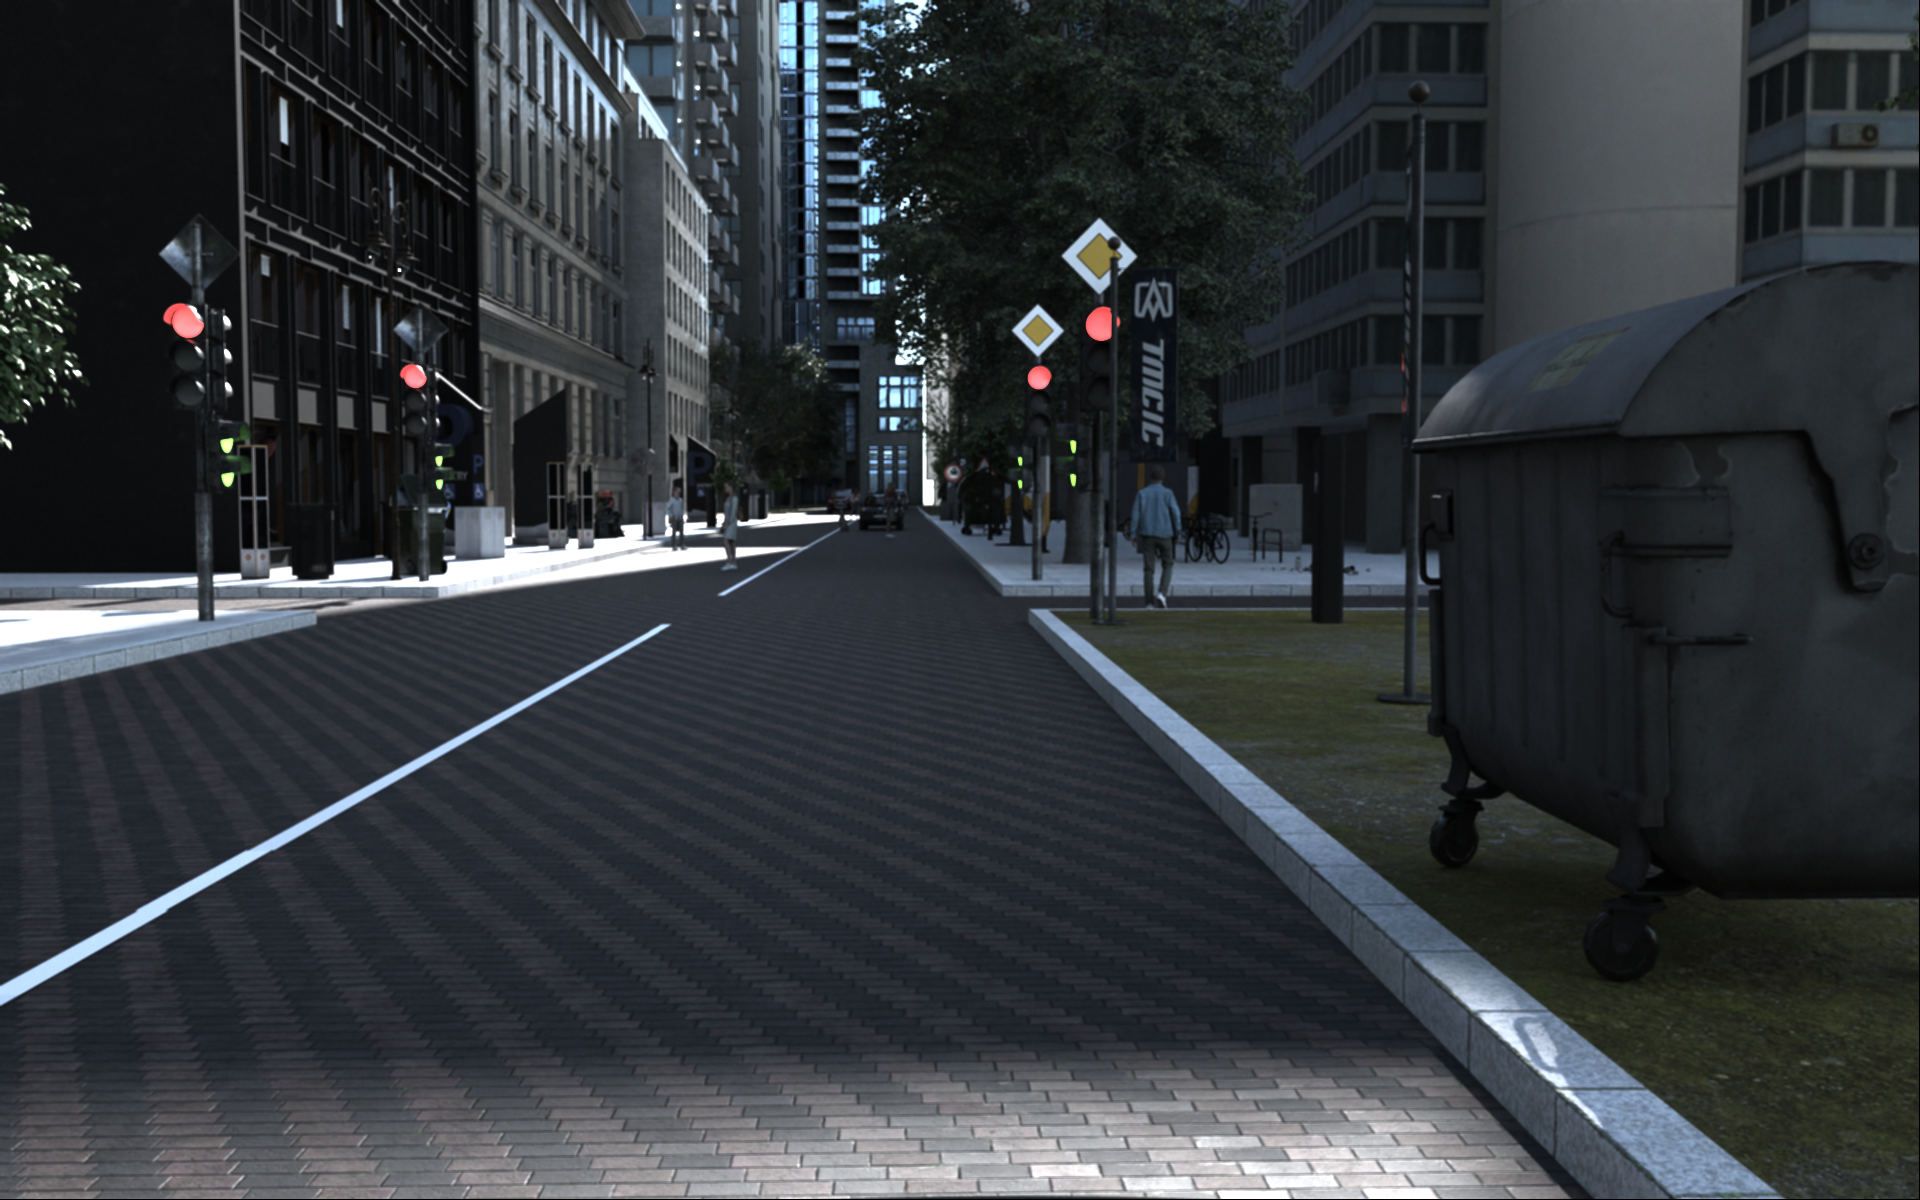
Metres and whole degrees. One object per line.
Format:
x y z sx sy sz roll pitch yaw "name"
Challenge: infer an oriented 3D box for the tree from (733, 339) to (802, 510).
-13.479 -14.214 139.056 9.857 13.997 8.962 0 3 0 "tree"

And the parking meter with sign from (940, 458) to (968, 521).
-0.333 -5.356 83.836 0.543 3.016 1.738 2 4 34 "parking meter with sign"

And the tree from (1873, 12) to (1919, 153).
10.107 -3.903 14.183 4.737 8.622 4.395 0 3 0 "tree"

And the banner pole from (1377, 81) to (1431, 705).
2.816 -1.273 10.838 0.401 3.779 0.863 0 4 8 "banner pole"

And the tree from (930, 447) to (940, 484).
-0.206 -7.415 104.948 4.285 4.588 4.351 0 3 0 "tree"

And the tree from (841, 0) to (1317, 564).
2.251 -7.635 31.482 9.857 13.997 8.962 0 3 0 "tree"

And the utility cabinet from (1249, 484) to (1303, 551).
7.106 -1.856 39.028 1.173 1.500 0.318 3 4 37 "utility cabinet"

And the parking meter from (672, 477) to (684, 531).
-9.714 -3.299 59.642 0.399 1.863 0.255 -1 4 -9 "parking meter"

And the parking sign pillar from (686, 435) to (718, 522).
-11.794 -5.537 79.010 1.447 3.967 1.447 0 4 1 "parking sign pillar"

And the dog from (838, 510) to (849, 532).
-4.531 -3.040 66.539 0.513 0.831 0.800 1 4 11 "dog"

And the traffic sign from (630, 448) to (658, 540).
-8.756 -2.930 48.011 0.768 2.556 0.104 0 4 1 "traffic sign"

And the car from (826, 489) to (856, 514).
-8.593 -7.161 125.753 2.281 1.827 5.304 0 4 -2 "car"

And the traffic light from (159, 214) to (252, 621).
-7.611 -1.743 17.413 0.839 4.253 0.868 0 4 -2 "traffic light"

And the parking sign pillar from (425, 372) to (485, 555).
-10.903 -2.987 37.312 1.447 3.967 1.447 1 4 23 "parking sign pillar"

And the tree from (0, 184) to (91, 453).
-9.252 -1.891 14.632 4.285 4.588 4.351 0 3 0 "tree"

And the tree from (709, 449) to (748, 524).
-10.109 -4.879 74.369 1.663 3.219 1.824 0 3 0 "tree"

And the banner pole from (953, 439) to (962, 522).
-0.183 -5.461 79.304 0.401 3.779 0.863 -1 4 -23 "banner pole"

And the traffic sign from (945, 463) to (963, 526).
-0.247 -4.311 70.594 0.768 2.556 0.104 0 4 -1 "traffic sign"

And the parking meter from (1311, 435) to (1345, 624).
3.675 -0.708 17.292 0.255 1.863 0.399 0 4 1 "parking meter"

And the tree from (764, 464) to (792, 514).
-11.672 -7.202 112.351 1.663 3.219 1.824 0 3 0 "tree"

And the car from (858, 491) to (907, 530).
-3.161 -3.688 70.087 2.009 1.686 4.222 0 4 -1 "car"

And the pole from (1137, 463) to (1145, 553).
3.906 -2.663 37.379 0.158 3.312 0.155 0 3 0 "pole"

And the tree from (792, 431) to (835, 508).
-13.407 -12.672 157.553 4.360 8.622 3.978 0 3 0 "tree"

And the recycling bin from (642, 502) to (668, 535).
-9.519 -2.541 54.100 0.722 1.027 0.722 0 4 -4 "recycling bin"

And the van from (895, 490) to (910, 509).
-5.837 -9.722 165.969 2.013 2.044 4.112 0 4 -1 "van"

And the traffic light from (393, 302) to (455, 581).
-7.876 -2.231 25.394 0.839 4.253 0.868 0 4 -2 "traffic light"

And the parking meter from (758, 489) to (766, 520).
-9.951 -4.802 86.928 0.372 1.533 0.369 0 3 0 "parking meter"

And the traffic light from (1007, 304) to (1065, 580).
1.129 -2.250 25.708 0.839 4.253 0.868 0 4 -2 "traffic light"

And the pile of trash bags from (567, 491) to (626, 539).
-10.801 -2.539 51.260 1.912 1.369 3.447 0 4 1 "pile of trash bags"

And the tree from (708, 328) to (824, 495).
-11.699 -9.905 96.358 8.767 10.594 7.601 0 4 -2 "tree"

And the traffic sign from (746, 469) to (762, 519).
-10.669 -5.465 89.356 0.884 2.594 0.081 0 4 6 "traffic sign"

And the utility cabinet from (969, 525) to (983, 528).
0.611 -3.318 65.416 0.306 1.237 1.020 -1 4 -18 "utility cabinet"

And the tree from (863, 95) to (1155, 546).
1.465 -7.160 42.828 9.928 11.665 9.643 0 3 0 "tree"

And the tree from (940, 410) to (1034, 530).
1.562 -4.775 61.792 4.285 4.588 4.351 0 3 0 "tree"

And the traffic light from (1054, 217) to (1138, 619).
1.394 -1.762 17.727 0.839 4.253 0.868 0 4 -2 "traffic light"

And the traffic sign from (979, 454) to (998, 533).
0.795 -3.461 56.586 0.884 2.594 0.081 0 4 -1 "traffic sign"

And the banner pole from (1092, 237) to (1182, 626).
1.731 -1.647 16.944 0.863 3.779 0.401 0 4 2 "banner pole"

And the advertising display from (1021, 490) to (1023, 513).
1.957 -3.196 57.464 0.123 1.923 0.974 1 4 12 "advertising display"

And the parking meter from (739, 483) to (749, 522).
-9.784 -4.460 78.630 0.399 1.863 0.255 -2 4 -33 "parking meter"

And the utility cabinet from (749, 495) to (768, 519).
-10.445 -4.802 89.673 1.020 1.237 0.306 0 4 -3 "utility cabinet"

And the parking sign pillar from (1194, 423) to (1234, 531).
9.001 -4.455 61.305 1.447 3.967 1.447 2 4 29 "parking sign pillar"

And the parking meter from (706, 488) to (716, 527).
-9.681 -3.609 67.419 0.372 1.533 0.369 0 3 0 "parking meter"

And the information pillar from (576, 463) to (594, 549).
-8.802 -2.215 40.708 0.304 2.012 0.304 -2 4 -34 "information pillar"

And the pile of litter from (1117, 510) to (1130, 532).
5.510 -2.787 59.538 1.176 0.858 1.719 2 4 24 "pile of litter"

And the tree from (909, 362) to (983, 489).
-0.393 -8.866 95.320 4.737 8.622 4.395 0 3 0 "tree"

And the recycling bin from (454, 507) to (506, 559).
-9.555 -1.341 34.481 0.722 1.027 0.722 2 4 25 "recycling bin"

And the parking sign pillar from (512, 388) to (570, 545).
-10.660 -3.393 43.942 1.447 3.967 1.447 -1 4 -20 "parking sign pillar"
